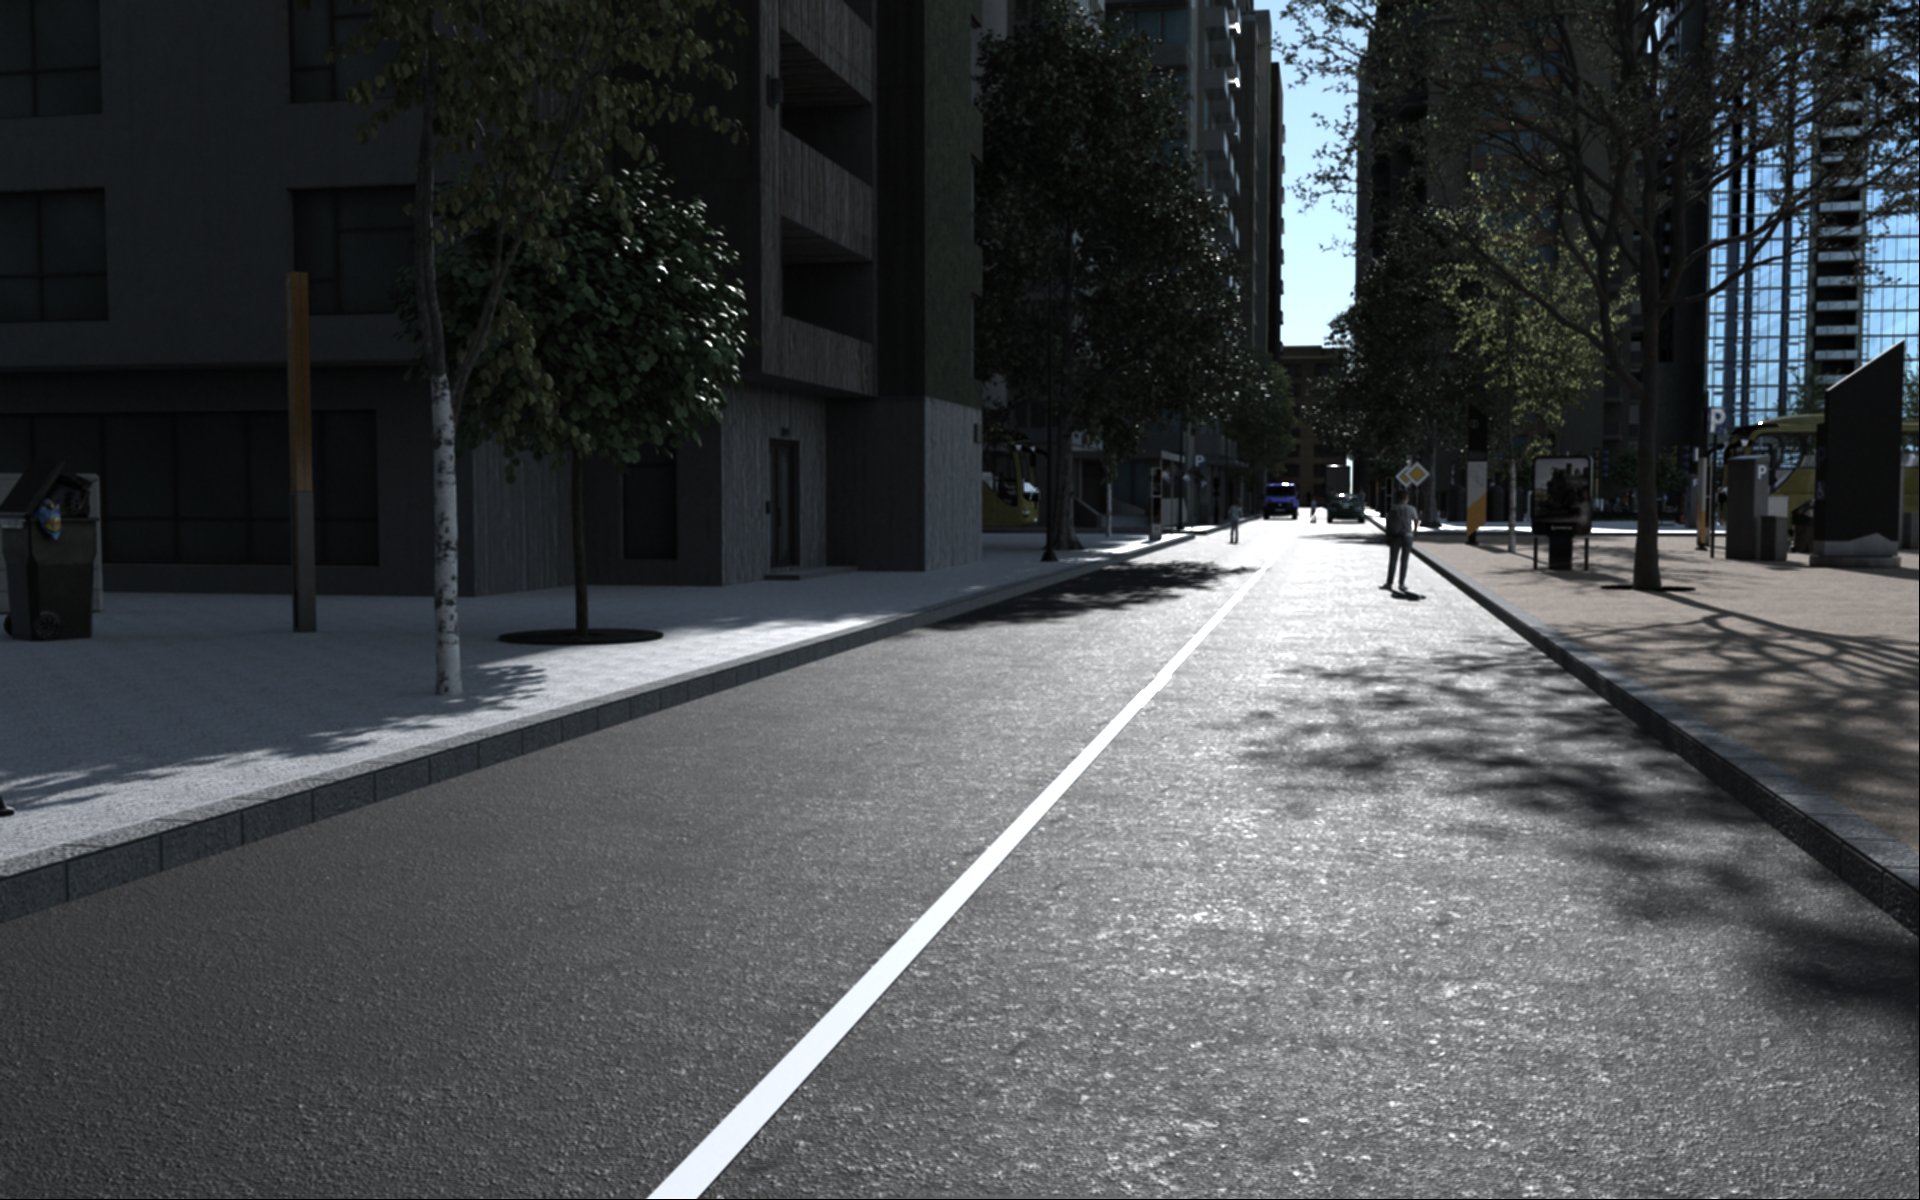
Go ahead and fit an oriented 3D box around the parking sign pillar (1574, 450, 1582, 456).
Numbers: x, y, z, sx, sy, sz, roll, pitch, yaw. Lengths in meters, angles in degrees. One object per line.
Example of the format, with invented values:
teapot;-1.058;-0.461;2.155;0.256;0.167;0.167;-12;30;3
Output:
parking sign pillar;37.604;-7.235;106.762;1.447;3.967;1.447;0;4;-6

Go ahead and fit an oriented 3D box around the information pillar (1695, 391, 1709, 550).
information pillar;16.966;-2.949;39.574;0.183;3.616;0.504;1;4;9

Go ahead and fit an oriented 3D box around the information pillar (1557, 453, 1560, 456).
information pillar;33.982;-6.568;98.734;0.183;3.616;0.504;-1;4;-13

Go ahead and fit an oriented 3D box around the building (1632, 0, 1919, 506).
building;89.970;-53.430;186.253;31.000;86.520;22.319;1;4;12

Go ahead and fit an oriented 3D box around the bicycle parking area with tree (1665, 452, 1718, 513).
bicycle parking area with tree;51.863;-8.069;118.928;8.231;4.147;9.016;-1;4;-20

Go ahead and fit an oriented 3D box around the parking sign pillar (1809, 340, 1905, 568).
parking sign pillar;15.846;-2.574;30.554;1.447;3.967;1.447;0;4;1

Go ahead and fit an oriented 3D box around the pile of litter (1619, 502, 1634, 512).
pile of litter;34.927;-4.693;90.698;1.176;0.858;1.719;-2;4;-29

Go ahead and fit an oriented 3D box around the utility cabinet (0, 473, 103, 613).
utility cabinet;-9.924;-0.611;18.671;1.173;1.500;0.318;-1;4;-19

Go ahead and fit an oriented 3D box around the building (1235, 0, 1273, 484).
building;18.740;-44.151;160.121;20.563;71.187;20.611;1;4;12

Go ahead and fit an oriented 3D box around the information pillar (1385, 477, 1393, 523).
information pillar;18.743;-4.352;75.655;0.304;2.012;0.304;1;4;16

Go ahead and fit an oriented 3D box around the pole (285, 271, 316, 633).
pole;-6.100;-1.357;16.023;0.158;3.312;0.155;0;3;0

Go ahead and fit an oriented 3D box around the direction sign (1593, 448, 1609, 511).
direction sign;31.482;-5.697;85.148;0.876;3.537;0.379;-1;4;-15

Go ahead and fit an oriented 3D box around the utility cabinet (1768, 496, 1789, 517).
utility cabinet;21.577;-2.136;46.080;1.020;1.237;0.306;-2;4;-30

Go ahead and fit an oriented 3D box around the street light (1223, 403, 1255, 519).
street light;14.091;-7.056;87.900;1.470;5.913;1.316;1;4;12

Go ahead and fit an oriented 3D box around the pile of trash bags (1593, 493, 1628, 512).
pile of trash bags;45.017;-6.730;119.781;1.912;1.369;3.447;-2;4;-24

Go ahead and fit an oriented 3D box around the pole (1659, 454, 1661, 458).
pole;35.354;-5.722;87.397;0.158;3.312;0.155;0;3;0

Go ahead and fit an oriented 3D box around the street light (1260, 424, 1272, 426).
street light;19.944;-8.688;114.589;1.470;5.913;1.316;1;4;12

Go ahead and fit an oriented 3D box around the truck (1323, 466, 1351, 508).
truck;38.703;-11.556;177.850;2.839;4.237;11.283;1;4;12

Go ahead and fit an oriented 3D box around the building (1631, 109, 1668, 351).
building;90.627;-36.274;216.776;21.600;48.544;21.300;1;4;12

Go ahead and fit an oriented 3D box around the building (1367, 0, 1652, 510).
building;46.917;-30.326;150.451;22.147;44.769;28.867;1;4;12

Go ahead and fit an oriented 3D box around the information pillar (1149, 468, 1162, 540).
information pillar;5.422;-2.663;48.037;0.304;2.012;0.304;0;4;-7

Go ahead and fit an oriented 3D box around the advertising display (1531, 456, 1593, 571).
advertising display;10.171;-1.472;29.283;0.974;1.923;0.123;3;4;35

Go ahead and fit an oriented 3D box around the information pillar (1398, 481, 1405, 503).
information pillar;22.071;-5.017;86.516;0.304;2.012;0.304;0;4;-3

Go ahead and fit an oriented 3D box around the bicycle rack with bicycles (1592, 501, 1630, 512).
bicycle rack with bicycles;32.323;-4.531;87.456;2.925;0.926;2.852;-3;4;-37

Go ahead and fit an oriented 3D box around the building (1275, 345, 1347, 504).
building;37.022;-23.689;232.352;28.899;21.520;27.650;1;4;12

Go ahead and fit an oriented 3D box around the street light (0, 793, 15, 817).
street light;-3.443;-2.084;6.618;1.470;5.913;1.316;1;4;12

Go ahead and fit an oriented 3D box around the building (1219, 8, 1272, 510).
building;18.224;-28.125;143.433;14.154;41.232;14.086;1;4;12

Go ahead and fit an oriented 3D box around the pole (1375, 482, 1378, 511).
pole;31.099;-8.279;129.206;0.158;3.312;0.155;0;3;0

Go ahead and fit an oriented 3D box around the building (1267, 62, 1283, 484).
building;25.820;-32.307;178.324;14.600;45.320;14.200;1;4;12

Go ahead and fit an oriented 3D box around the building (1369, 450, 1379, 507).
building;48.181;-24.530;172.759;14.160;30.474;14.107;1;4;12

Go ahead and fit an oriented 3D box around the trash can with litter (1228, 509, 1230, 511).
trash can with litter;20.441;-7.587;135.101;1.678;1.210;2.233;-3;5;-40

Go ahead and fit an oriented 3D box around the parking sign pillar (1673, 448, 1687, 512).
parking sign pillar;42.203;-6.911;101.464;1.447;3.967;1.447;1;4;10

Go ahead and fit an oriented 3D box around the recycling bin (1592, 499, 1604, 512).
recycling bin;33.865;-4.892;92.532;0.722;1.027;0.722;-3;4;-36

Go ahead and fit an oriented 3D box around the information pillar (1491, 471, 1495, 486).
information pillar;38.662;-8.223;125.804;0.183;3.616;0.504;-1;4;-11

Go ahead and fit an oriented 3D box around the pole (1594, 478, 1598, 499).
pole;42.485;-7.453;115.697;0.158;3.312;0.155;0;3;0

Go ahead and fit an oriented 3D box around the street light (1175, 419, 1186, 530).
street light;8.427;-5.457;61.770;1.470;5.913;1.316;1;4;12

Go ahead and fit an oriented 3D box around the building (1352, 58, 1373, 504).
building;65.345;-41.626;222.591;28.212;58.520;21.231;1;4;12

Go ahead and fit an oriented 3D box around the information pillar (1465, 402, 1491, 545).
information pillar;13.100;-3.215;43.918;0.504;3.616;0.183;1;4;19

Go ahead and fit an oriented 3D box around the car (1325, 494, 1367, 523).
car;19.543;-4.644;87.734;2.131;1.459;4.920;1;4;12

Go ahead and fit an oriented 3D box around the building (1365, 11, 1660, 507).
building;59.250;-36.801;190.937;28.713;52.752;27.495;1;4;12

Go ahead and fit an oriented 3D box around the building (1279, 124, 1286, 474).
building;21.848;-35.508;200.167;30.456;49.044;23.786;1;4;12

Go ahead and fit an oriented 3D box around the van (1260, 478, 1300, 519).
van;18.621;-5.881;100.530;2.240;2.365;5.245;1;4;11

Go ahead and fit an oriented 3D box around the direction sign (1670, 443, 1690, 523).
direction sign;31.916;-5.191;76.862;0.876;3.537;0.379;0;4;-2

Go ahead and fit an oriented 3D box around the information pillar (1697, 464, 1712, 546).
information pillar;18.558;-2.366;43.172;0.304;2.012;0.304;2;4;26

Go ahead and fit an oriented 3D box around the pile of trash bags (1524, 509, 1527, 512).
pile of trash bags;40.440;-6.842;121.627;1.912;1.369;3.447;1;4;19

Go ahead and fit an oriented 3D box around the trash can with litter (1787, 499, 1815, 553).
trash can with litter;18.245;-1.621;37.883;0.624;1.170;1.055;-3;4;-36

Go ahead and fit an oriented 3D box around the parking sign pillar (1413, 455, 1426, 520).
parking sign pillar;23.544;-6.079;87.869;1.447;3.967;1.447;-3;5;-43

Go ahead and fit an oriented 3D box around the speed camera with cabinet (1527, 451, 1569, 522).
speed camera with cabinet;27.391;-5.257;80.285;2.038;3.252;0.660;1;4;20

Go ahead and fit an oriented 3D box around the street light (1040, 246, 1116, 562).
street light;2.232;-3.682;32.746;1.470;5.913;1.316;1;4;12

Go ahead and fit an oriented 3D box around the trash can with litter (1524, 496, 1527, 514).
trash can with litter;38.506;-6.305;114.146;1.678;1.210;2.233;0;4;2
